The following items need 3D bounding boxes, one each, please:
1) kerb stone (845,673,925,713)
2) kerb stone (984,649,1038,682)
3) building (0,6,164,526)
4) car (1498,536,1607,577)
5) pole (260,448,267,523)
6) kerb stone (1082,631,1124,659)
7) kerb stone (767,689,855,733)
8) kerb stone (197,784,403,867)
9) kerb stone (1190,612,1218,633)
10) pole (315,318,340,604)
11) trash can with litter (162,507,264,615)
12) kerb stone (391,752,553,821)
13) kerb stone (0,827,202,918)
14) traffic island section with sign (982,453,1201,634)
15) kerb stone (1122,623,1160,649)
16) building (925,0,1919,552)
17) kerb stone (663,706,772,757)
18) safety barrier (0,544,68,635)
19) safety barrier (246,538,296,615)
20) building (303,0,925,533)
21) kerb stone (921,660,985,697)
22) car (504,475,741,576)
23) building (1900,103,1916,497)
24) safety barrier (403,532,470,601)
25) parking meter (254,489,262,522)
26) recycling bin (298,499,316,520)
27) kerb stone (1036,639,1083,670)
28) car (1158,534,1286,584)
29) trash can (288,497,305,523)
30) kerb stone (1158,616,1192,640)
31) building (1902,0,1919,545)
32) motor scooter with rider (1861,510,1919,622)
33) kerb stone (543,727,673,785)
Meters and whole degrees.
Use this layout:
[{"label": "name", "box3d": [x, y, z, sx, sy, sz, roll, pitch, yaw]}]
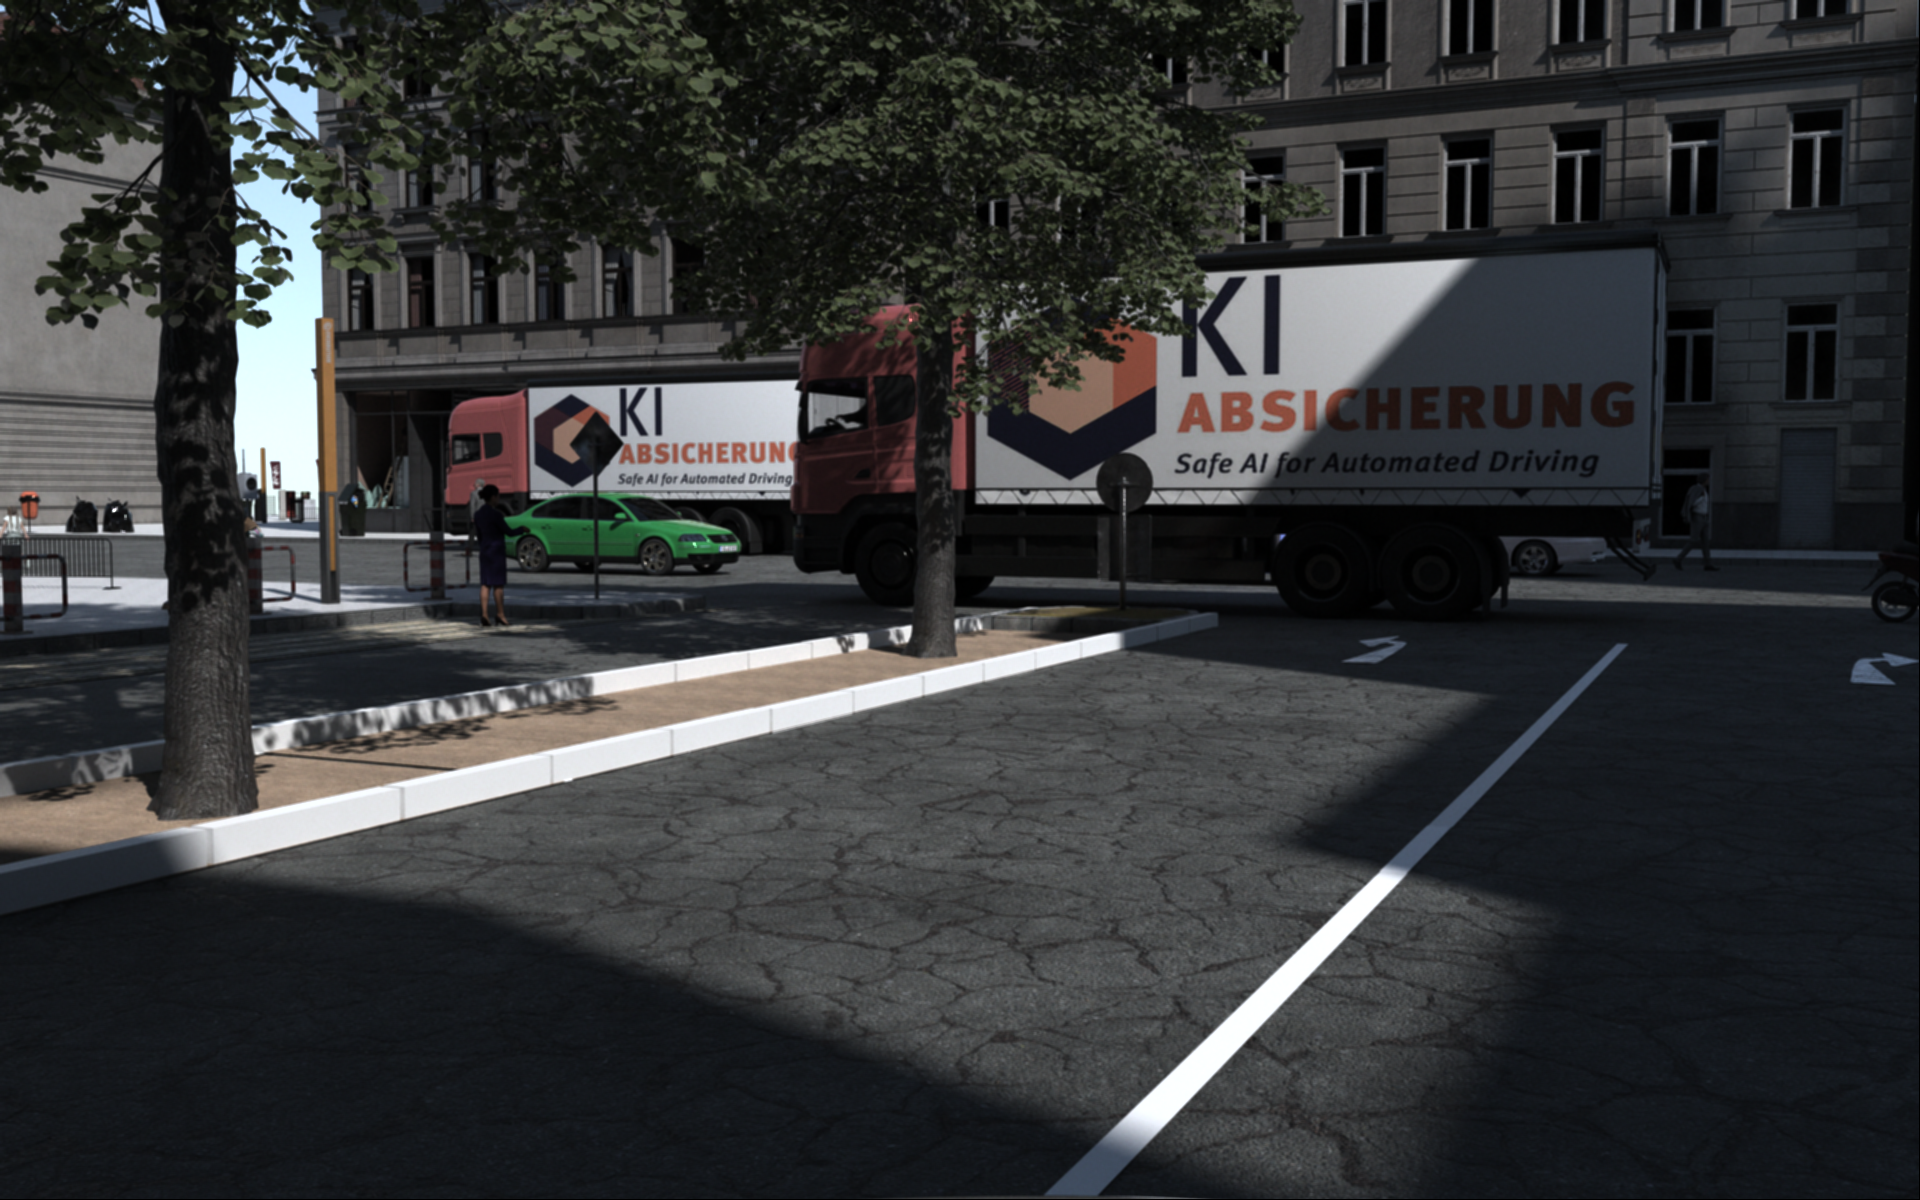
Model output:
[{"label": "kerb stone", "box3d": [-0.532, 0.638, 11.771, 0.120, 0.150, 1.000, 2, 4, 25]}, {"label": "kerb stone", "box3d": [0.343, 0.525, 13.633, 0.120, 0.150, 1.000, 2, 4, 25]}, {"label": "building", "box3d": [-45.544, -14.608, 74.997, 21.152, 22.565, 11.583, 2, 4, 25]}, {"label": "car", "box3d": [9.095, -1.154, 31.229, 4.827, 1.381, 2.083, 2, 4, 26]}, {"label": "pole", "box3d": [-30.682, -5.044, 76.317, 0.158, 3.312, 0.155, 0, 3, 0]}, {"label": "kerb stone", "box3d": [1.213, 0.410, 15.490, 0.120, 0.150, 1.000, 2, 4, 25]}, {"label": "kerb stone", "box3d": [-0.964, 0.697, 10.842, 0.120, 0.150, 1.000, 2, 4, 25]}, {"label": "kerb stone", "box3d": [-2.709, 0.922, 7.130, 0.120, 0.150, 1.000, 2, 4, 25]}, {"label": "kerb stone", "box3d": [2.521, 0.239, 18.282, 0.120, 0.150, 1.000, 2, 4, 25]}, {"label": "pole", "box3d": [-7.375, -1.612, 20.195, 0.158, 3.312, 0.155, 0, 3, 0]}, {"label": "trash can with litter", "box3d": [-8.081, -0.448, 18.710, 0.624, 1.170, 1.055, 1, 4, 12]}, {"label": "kerb stone", "box3d": [-2.274, 0.865, 8.061, 0.120, 0.150, 1.000, 2, 4, 25]}, {"label": "kerb stone", "box3d": [-3.149, 0.978, 6.200, 0.120, 0.150, 1.000, 2, 4, 25]}, {"label": "traffic island section with sign", "box3d": [1.551, -0.641, 18.618, 2.006, 1.907, 1.989, 2, 4, 25]}, {"label": "kerb stone", "box3d": [1.650, 0.353, 16.417, 0.120, 0.150, 1.000, 2, 4, 25]}, {"label": "building", "box3d": [12.335, -15.323, 47.793, 25.104, 27.353, 12.463, 2, 4, 25]}, {"label": "kerb stone", "box3d": [-1.404, 0.751, 9.916, 0.120, 0.150, 1.000, 2, 4, 25]}, {"label": "safety barrier", "box3d": [-8.704, -0.100, 15.907, 0.300, 0.817, 1.120, 2, 4, 25]}, {"label": "safety barrier", "box3d": [-7.517, -0.255, 18.440, 0.300, 0.817, 1.120, 2, 4, 25]}, {"label": "building", "box3d": [-18.038, -12.815, 60.438, 40.483, 20.767, 10.553, 2, 4, 25]}, {"label": "kerb stone", "box3d": [-0.093, 0.580, 12.706, 0.120, 0.150, 1.000, 2, 4, 25]}, {"label": "car", "box3d": [-6.180, -1.388, 31.491, 4.718, 1.807, 1.959, 2, 4, 26]}, {"label": "building", "box3d": [98.370, -30.648, 184.684, 14.086, 41.232, 14.154, 2, 4, 25]}, {"label": "safety barrier", "box3d": [-6.330, -0.410, 20.977, 0.300, 0.817, 1.120, 2, 4, 25]}, {"label": "parking meter", "box3d": [-32.492, -4.392, 80.223, 0.372, 1.533, 0.369, 0, 3, 0]}, {"label": "recycling bin", "box3d": [-32.693, -4.533, 86.668, 0.722, 1.027, 0.722, -2, 4, -35]}, {"label": "kerb stone", "box3d": [0.776, 0.468, 14.563, 0.120, 0.150, 1.000, 2, 4, 25]}, {"label": "car", "box3d": [4.809, -1.107, 27.686, 3.694, 1.707, 1.945, 2, 4, 25]}, {"label": "trash can", "box3d": [-29.860, -4.056, 77.975, 0.748, 1.137, 0.748, 0, 3, 0]}, {"label": "kerb stone", "box3d": [2.086, 0.297, 17.347, 0.120, 0.150, 1.000, 2, 4, 25]}, {"label": "building", "box3d": [31.380, -12.849, 39.755, 15.834, 23.373, 12.332, 2, 4, 25]}, {"label": "motor scooter with rider", "box3d": [11.033, -0.615, 19.020, 1.986, 1.779, 0.876, 2, 4, 26]}, {"label": "kerb stone", "box3d": [-1.841, 0.808, 8.990, 0.120, 0.150, 1.000, 2, 4, 25]}]
